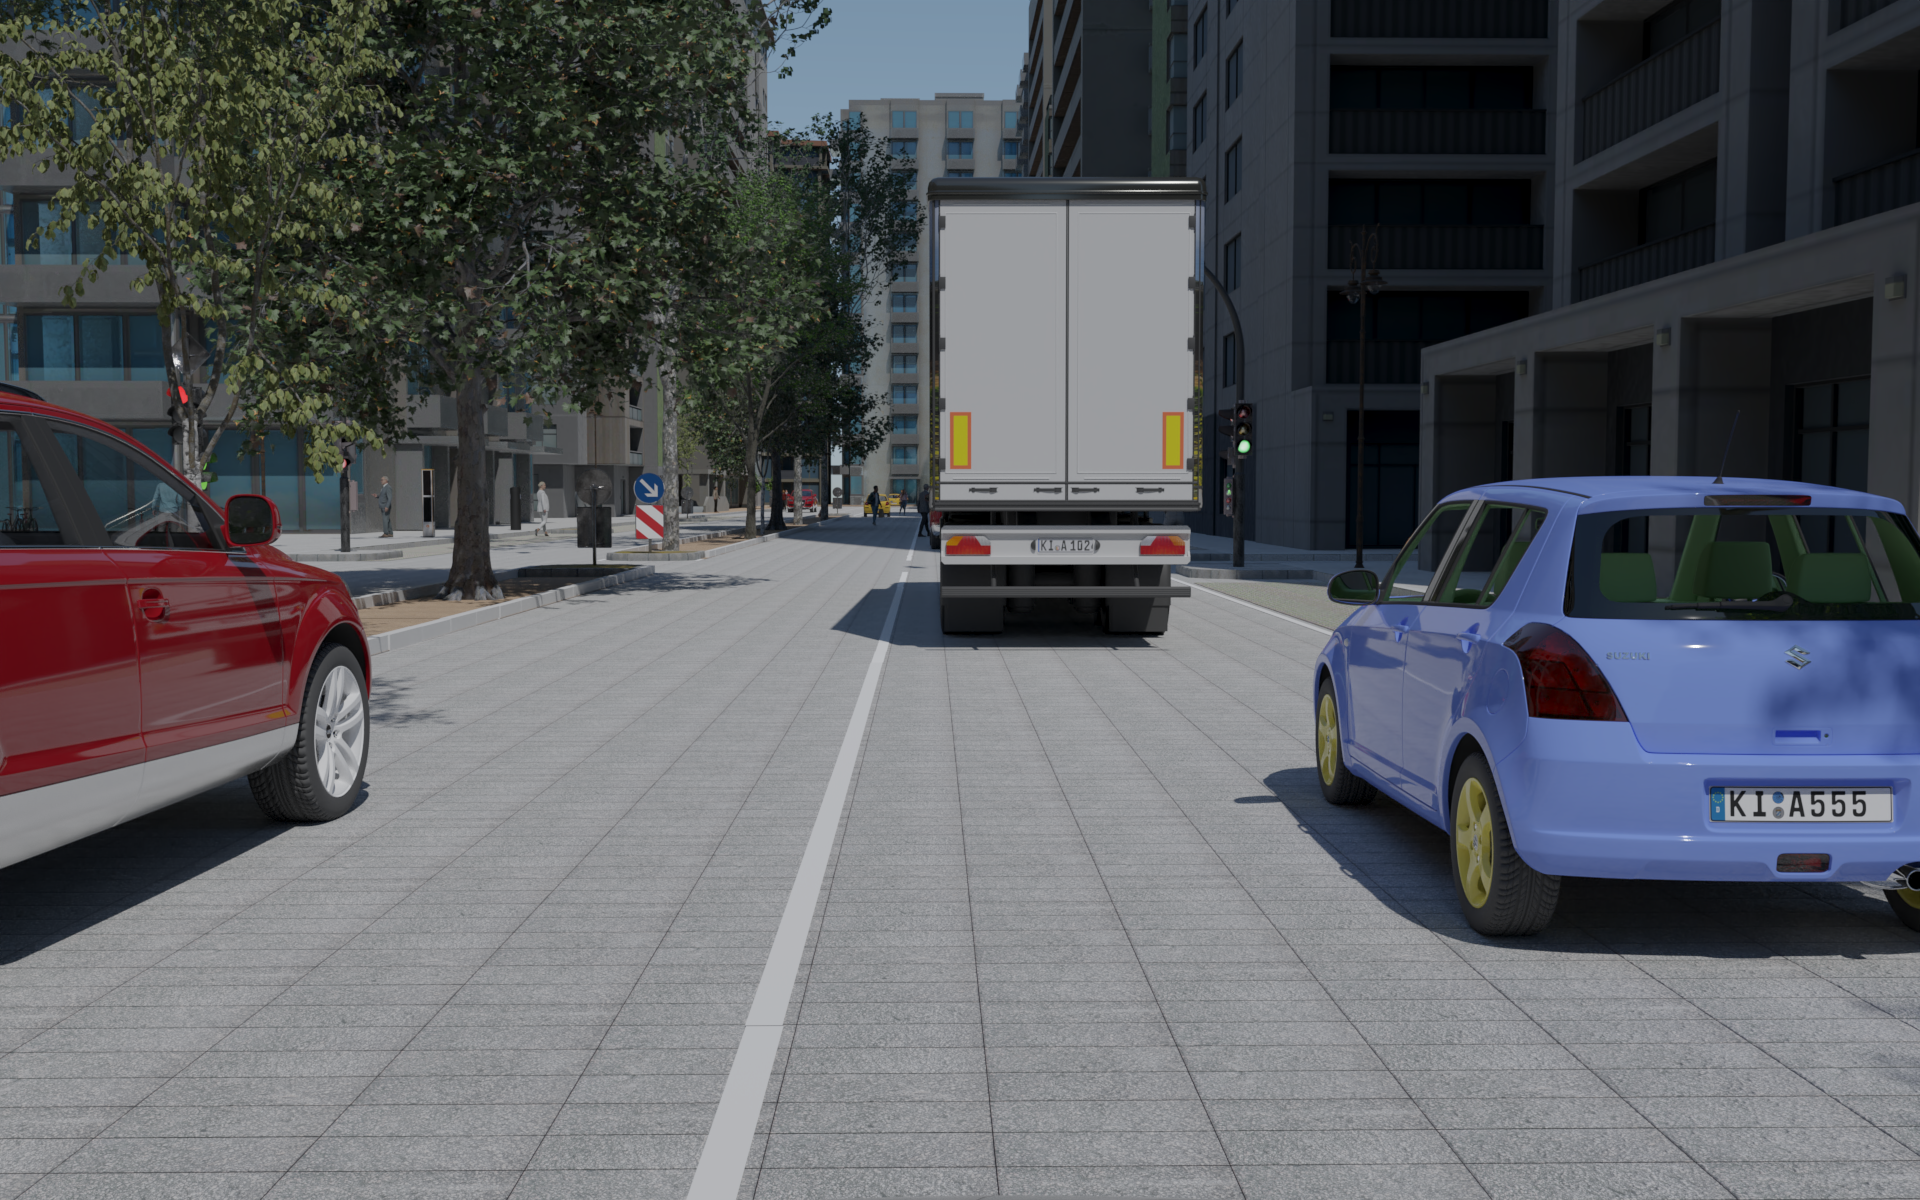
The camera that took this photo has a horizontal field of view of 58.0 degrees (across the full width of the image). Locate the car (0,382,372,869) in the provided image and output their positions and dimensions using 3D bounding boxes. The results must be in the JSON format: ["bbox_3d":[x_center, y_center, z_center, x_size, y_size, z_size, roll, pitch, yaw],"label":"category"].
[{"bbox_3d":[-3.754,0.164,5.992,2.281,1.827,5.304,0,4,1],"label":"car"}]

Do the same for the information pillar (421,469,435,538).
[{"bbox_3d":[-15.705,-2.855,51.169,0.304,2.012,0.304,0,4,-5],"label":"information pillar"}]

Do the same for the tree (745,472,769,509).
[{"bbox_3d":[-17.821,-9.518,150.216,1.663,3.219,1.824,0,3,0],"label":"tree"}]

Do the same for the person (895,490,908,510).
[{"bbox_3d":[-5.342,-9.244,159.598,1.348,1.831,0.705,2,4,27],"label":"person"}]

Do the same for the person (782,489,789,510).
[{"bbox_3d":[-15.015,-8.508,147.561,1.348,1.831,0.705,2,4,35],"label":"person"}]

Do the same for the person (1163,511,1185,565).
[{"bbox_3d":[4.271,-1.610,35.093,0.520,1.790,0.573,-2,4,-27],"label":"person"}]

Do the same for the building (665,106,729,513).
[{"bbox_3d":[-33.739,-26.475,124.755,32.217,40.220,23.993,0,4,-1],"label":"building"}]

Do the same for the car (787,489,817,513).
[{"bbox_3d":[-12.289,-7.735,135.142,2.281,1.827,5.304,0,4,0],"label":"car"}]

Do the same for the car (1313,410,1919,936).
[{"bbox_3d":[2.513,0.164,6.907,1.945,1.707,3.694,0,4,0],"label":"car"}]

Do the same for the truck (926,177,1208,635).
[{"bbox_3d":[0.972,-1.960,20.952,2.839,4.237,11.283,0,4,0],"label":"truck"}]

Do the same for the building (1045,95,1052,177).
[{"bbox_3d":[13.135,-21.846,128.890,14.160,30.474,14.107,0,4,-1],"label":"building"}]

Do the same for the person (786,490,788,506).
[{"bbox_3d":[-18.239,-10.618,180.451,0.742,1.727,0.445,-2,4,-25],"label":"person"}]

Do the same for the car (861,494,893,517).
[{"bbox_3d":[-5.236,-6.061,109.328,2.015,1.641,3.980,0,4,-3],"label":"car"}]

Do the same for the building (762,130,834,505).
[{"bbox_3d":[-29.827,-33.825,207.669,28.867,44.769,22.147,0,4,-1],"label":"building"}]

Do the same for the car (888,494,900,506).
[{"bbox_3d":[-7.102,-10.947,189.213,2.015,1.641,3.980,0,4,1],"label":"car"}]

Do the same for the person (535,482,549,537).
[{"bbox_3d":[-13.982,-3.025,57.833,0.514,1.842,0.818,2,4,32],"label":"person"}]

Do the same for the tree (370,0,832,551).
[{"bbox_3d":[-8.316,-11.273,42.661,12.611,20.169,13.585,0,3,0],"label":"tree"}]

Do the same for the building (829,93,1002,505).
[{"bbox_3d":[-0.198,-36.086,209.616,30.456,49.044,23.786,0,4,-1],"label":"building"}]

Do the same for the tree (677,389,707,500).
[{"bbox_3d":[-17.393,-9.726,109.378,4.737,8.622,4.395,0,3,0],"label":"tree"}]

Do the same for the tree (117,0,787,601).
[{"bbox_3d":[-6.637,-6.352,23.319,9.611,12.733,9.660,0,3,0],"label":"tree"}]

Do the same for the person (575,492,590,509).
[{"bbox_3d":[-10.766,-2.519,49.786,0.694,1.812,0.767,3,5,42],"label":"person"}]

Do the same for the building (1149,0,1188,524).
[{"bbox_3d":[14.362,-23.518,68.120,14.154,41.232,14.086,0,4,-1],"label":"building"}]

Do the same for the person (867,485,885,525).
[{"bbox_3d":[-3.810,-4.292,78.666,0.794,1.824,0.713,-2,4,-28],"label":"person"}]

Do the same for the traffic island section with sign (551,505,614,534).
[{"bbox_3d":[-13.678,-3.323,62.964,1.989,1.847,2.006,0,4,-1],"label":"traffic island section with sign"}]

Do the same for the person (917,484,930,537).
[{"bbox_3d":[-1.111,-3.014,58.174,0.834,1.777,0.661,-3,5,-44],"label":"person"}]

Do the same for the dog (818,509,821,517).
[{"bbox_3d":[-8.568,-5.553,107.627,0.513,0.831,0.800,0,4,1],"label":"dog"}]

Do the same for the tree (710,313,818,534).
[{"bbox_3d":[-7.047,-6.656,61.637,4.360,8.622,3.978,0,3,0],"label":"tree"}]

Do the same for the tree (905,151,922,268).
[{"bbox_3d":[-8.718,-13.573,80.263,12.611,20.169,13.585,0,3,0],"label":"tree"}]

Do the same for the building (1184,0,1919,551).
[{"bbox_3d":[18.065,-37.265,47.527,20.611,71.187,20.563,0,4,-1],"label":"building"}]

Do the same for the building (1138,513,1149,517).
[{"bbox_3d":[16.438,-28.827,95.027,21.300,48.544,21.600,0,4,-1],"label":"building"}]

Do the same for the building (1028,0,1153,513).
[{"bbox_3d":[17.017,-32.012,147.096,21.300,48.544,21.600,0,4,-1],"label":"building"}]

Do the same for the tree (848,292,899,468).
[{"bbox_3d":[-7.287,-9.120,68.582,9.611,12.733,9.660,0,3,0],"label":"tree"}]

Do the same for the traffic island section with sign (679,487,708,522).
[{"bbox_3d":[-14.155,-4.972,89.915,1.989,1.847,2.006,0,4,-1],"label":"traffic island section with sign"}]

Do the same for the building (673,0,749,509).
[{"bbox_3d":[-29.695,-32.026,147.331,21.300,48.544,21.600,0,4,-1],"label":"building"}]

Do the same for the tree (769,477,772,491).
[{"bbox_3d":[-18.036,-10.591,167.756,1.663,3.219,1.824,0,3,0],"label":"tree"}]

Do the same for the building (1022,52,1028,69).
[{"bbox_3d":[16.990,-33.851,173.064,23.786,49.044,30.456,0,4,-1],"label":"building"}]

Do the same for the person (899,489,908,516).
[{"bbox_3d":[-3.755,-6.397,113.674,0.593,1.750,0.643,-1,4,-20],"label":"person"}]

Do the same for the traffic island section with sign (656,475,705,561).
[{"bbox_3d":[-6.698,-1.824,37.962,2.006,1.907,1.989,0,4,-1],"label":"traffic island section with sign"}]

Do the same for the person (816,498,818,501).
[{"bbox_3d":[-12.804,-8.536,151.287,0.991,1.433,0.599,2,4,30],"label":"person"}]

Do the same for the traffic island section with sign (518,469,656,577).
[{"bbox_3d":[-6.575,-1.371,30.556,2.006,1.907,1.989,0,4,-1],"label":"traffic island section with sign"}]

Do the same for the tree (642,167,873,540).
[{"bbox_3d":[-6.513,-7.713,54.323,9.928,11.665,9.643,0,3,0],"label":"tree"}]

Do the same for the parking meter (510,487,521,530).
[{"bbox_3d":[-15.763,-3.243,61.430,0.372,1.533,0.369,0,3,0],"label":"parking meter"}]

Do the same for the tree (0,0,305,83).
[{"bbox_3d":[-6.006,-4.335,7.745,8.767,10.594,7.601,0,4,-1],"label":"tree"}]

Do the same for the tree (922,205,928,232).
[{"bbox_3d":[-8.481,-14.349,92.956,12.611,20.169,13.585,0,3,0],"label":"tree"}]

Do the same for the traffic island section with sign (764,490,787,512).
[{"bbox_3d":[-15.057,-8.037,140.028,1.989,1.847,2.006,0,4,-1],"label":"traffic island section with sign"}]

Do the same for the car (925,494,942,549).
[{"bbox_3d":[0.201,-2.318,46.569,2.281,1.827,5.304,0,4,-2],"label":"car"}]

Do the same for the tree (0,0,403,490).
[{"bbox_3d":[-6.334,-3.745,14.056,4.737,8.622,4.395,0,3,0],"label":"tree"}]

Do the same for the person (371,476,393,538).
[{"bbox_3d":[-17.043,-2.749,51.164,0.590,1.801,0.661,-2,4,-34],"label":"person"}]

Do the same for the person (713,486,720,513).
[{"bbox_3d":[-16.927,-6.987,120.298,0.705,1.823,1.348,0,4,7],"label":"person"}]

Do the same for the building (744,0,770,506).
[{"bbox_3d":[-33.301,-35.688,172.734,27.495,52.752,28.713,0,4,-1],"label":"building"}]

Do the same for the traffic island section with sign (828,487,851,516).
[{"bbox_3d":[-8.046,-6.419,113.089,2.006,1.907,1.989,0,4,-1],"label":"traffic island section with sign"}]
